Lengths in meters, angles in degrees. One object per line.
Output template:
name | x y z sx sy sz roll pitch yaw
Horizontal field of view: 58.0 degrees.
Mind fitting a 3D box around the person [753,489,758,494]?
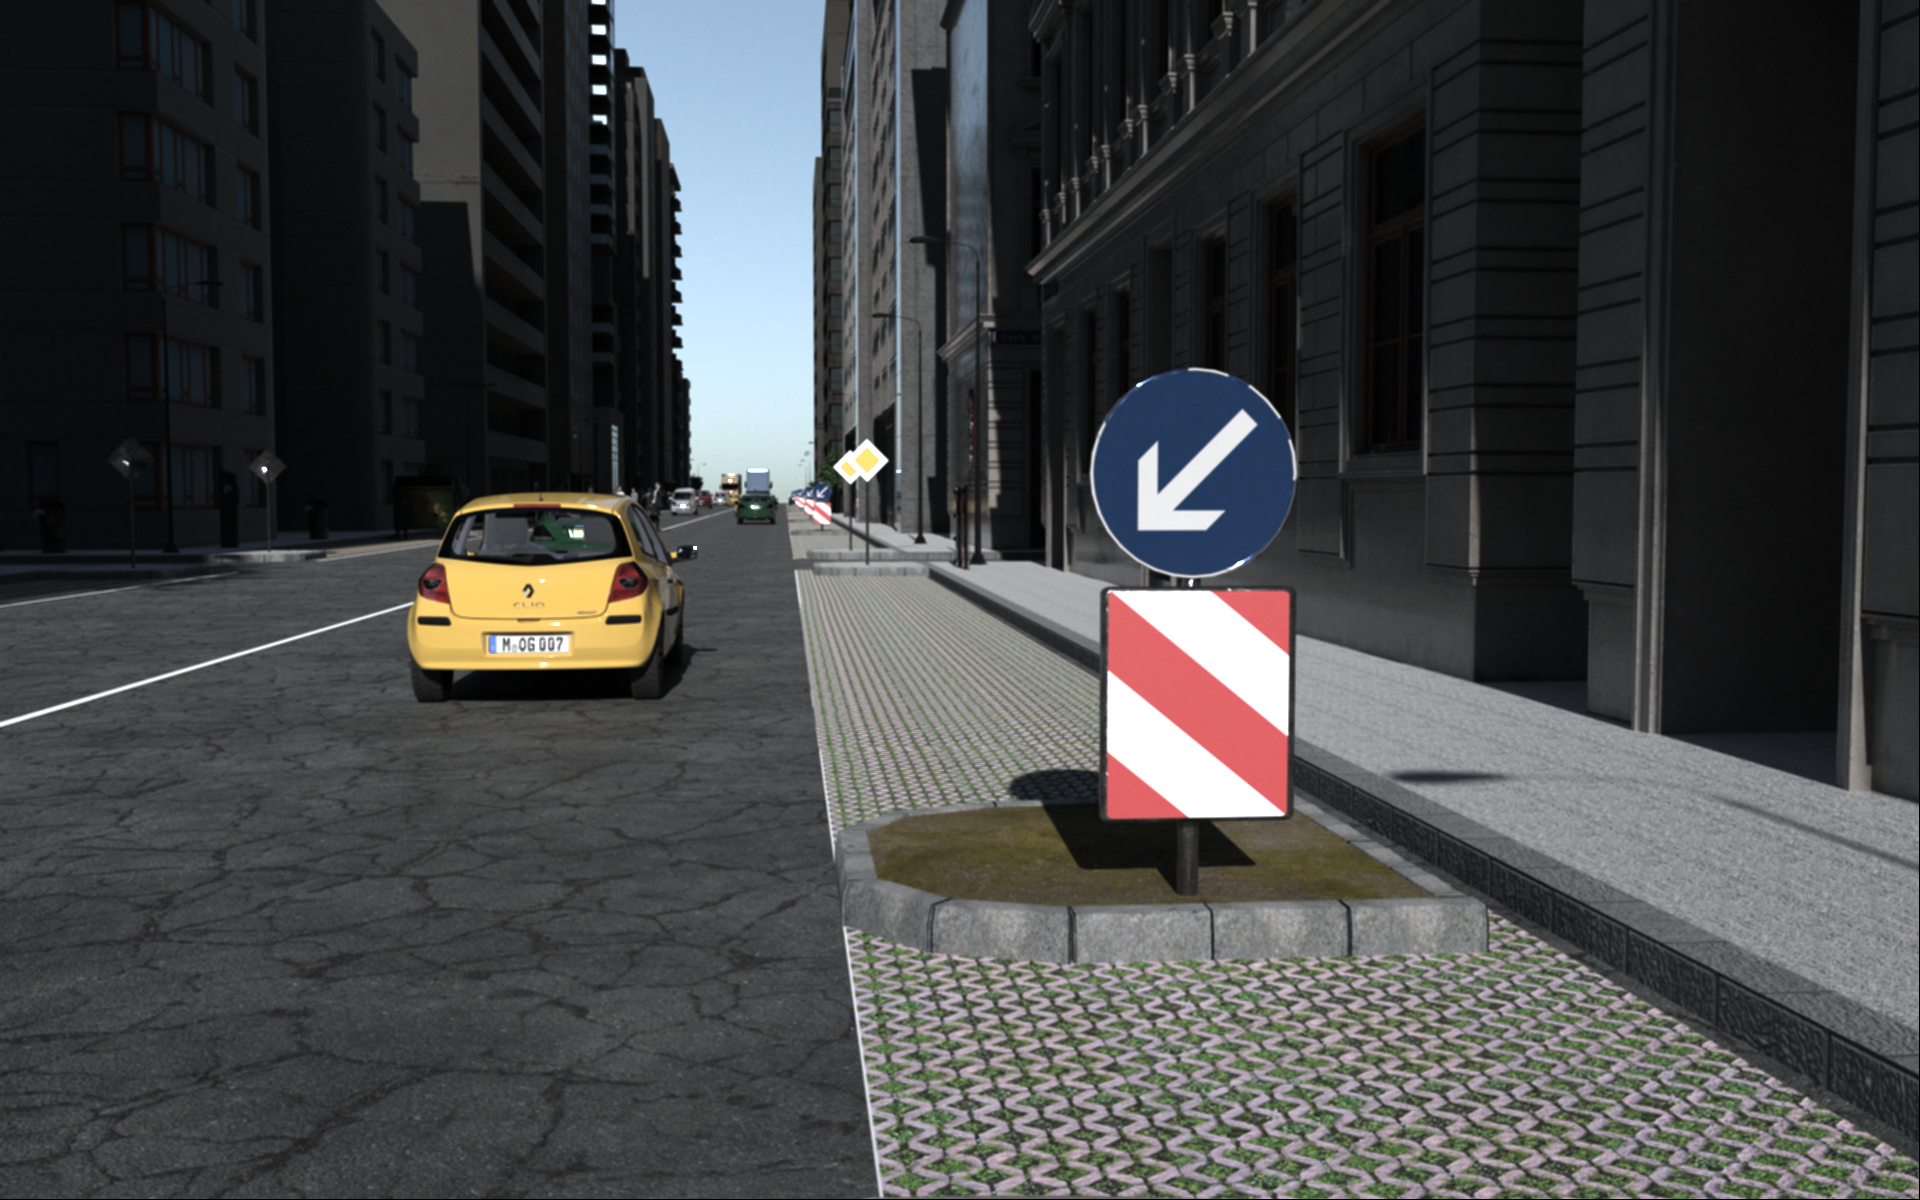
person | -17.560 -8.574 148.641 1.348 1.831 0.705 -1 4 -16

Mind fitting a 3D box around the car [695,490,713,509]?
car | -25.629 -9.987 171.960 2.281 1.827 5.304 0 4 -7

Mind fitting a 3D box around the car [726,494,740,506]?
car | -27.082 -12.098 208.023 2.015 1.641 3.980 0 4 -6

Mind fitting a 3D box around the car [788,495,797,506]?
car | -20.461 -12.444 216.042 1.945 1.354 3.894 0 4 -7

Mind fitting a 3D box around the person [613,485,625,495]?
person | -15.863 -4.389 80.359 0.679 1.850 0.850 0 4 -7

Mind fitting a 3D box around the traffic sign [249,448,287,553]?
traffic sign | -15.163 -2.099 37.969 0.795 2.450 0.064 0 4 -6

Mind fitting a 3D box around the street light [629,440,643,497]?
street light | -27.879 -10.788 148.932 1.470 5.913 1.316 0 4 -6

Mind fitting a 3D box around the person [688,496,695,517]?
person | -16.825 -5.865 108.667 0.640 1.303 0.475 2 4 34

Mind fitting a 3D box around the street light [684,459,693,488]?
street light | -36.308 -15.852 231.728 1.470 5.913 1.316 0 4 -6

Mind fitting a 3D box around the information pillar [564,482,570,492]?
information pillar | -24.751 -6.398 109.091 0.304 2.012 0.304 0 4 1

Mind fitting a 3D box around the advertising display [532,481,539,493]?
advertising display | -21.853 -5.132 89.121 0.123 1.923 0.974 0 4 0

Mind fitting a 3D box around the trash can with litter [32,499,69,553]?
trash can with litter | -19.711 -1.601 37.564 0.624 1.170 1.055 -1 4 -21

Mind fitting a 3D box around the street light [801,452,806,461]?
street light | -17.500 -14.055 202.342 1.470 5.913 1.316 0 4 -6

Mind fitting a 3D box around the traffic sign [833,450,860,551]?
traffic sign | -2.481 -2.176 39.228 0.795 2.450 0.064 0 4 -6

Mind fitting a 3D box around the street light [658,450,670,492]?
street light | -31.368 -12.899 183.438 1.470 5.913 1.316 0 4 -6

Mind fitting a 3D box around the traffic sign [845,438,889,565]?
traffic sign | -1.677 -1.691 31.283 0.795 2.450 0.064 0 4 -6

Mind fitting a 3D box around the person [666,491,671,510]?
person | -25.569 -8.738 152.162 0.445 1.727 0.742 0 4 0

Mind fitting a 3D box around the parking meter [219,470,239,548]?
parking meter | -17.420 -2.177 41.303 0.399 1.863 0.255 -1 4 -11

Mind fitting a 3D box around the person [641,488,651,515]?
person | -21.154 -6.695 118.050 1.350 1.814 0.705 1 4 13

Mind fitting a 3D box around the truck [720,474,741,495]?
truck | -32.306 -15.647 244.745 2.839 4.237 11.283 0 4 -5

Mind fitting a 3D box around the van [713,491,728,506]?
van | -30.144 -12.923 218.306 2.013 2.044 4.112 0 4 -4

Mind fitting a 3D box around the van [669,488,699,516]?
van | -18.579 -6.710 116.727 2.013 2.044 4.112 0 4 -6

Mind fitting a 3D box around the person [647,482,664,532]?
person | -11.496 -3.526 65.509 0.648 1.900 0.474 -1 4 -14

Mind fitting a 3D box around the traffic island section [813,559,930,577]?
traffic island section | -1.654 -0.555 31.362 2.009 0.180 2.903 0 4 -6

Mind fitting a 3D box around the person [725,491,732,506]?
person | -28.289 -12.491 212.804 1.350 1.814 0.705 -3 5 -40

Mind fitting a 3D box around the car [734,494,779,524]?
car | -9.823 -4.389 83.565 2.131 1.459 4.920 0 4 -6

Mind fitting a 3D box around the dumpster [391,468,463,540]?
dumpster | -16.624 -3.003 54.054 1.985 2.255 1.502 0 4 -4

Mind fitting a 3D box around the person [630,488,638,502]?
person | -19.881 -5.925 105.477 0.635 1.810 0.391 2 4 28

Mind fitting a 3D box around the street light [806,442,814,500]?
street light | -12.836 -11.156 154.937 1.470 5.913 1.316 0 4 -6

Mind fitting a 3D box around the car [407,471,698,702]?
car | -3.067 -0.195 13.406 2.015 1.641 3.980 0 4 -6

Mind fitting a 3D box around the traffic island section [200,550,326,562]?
traffic island section | -15.185 -0.963 38.028 2.009 0.180 2.903 0 4 -6

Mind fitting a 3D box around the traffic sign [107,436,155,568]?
traffic sign | -14.358 -1.614 30.024 0.795 2.450 0.064 0 4 -6

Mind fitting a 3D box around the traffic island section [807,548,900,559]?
traffic island section | -2.458 -1.041 39.307 2.009 0.180 2.903 0 4 -6

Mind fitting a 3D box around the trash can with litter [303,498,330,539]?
trash can with litter | -18.278 -2.315 49.233 0.624 1.170 1.055 -1 4 -13

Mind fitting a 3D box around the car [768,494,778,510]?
car | -17.650 -8.981 158.838 2.014 1.417 4.499 0 4 -5

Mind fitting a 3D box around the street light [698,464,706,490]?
street light | -39.697 -17.964 266.244 1.470 5.913 1.316 0 4 -6

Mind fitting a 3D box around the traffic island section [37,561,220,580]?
traffic island section | -14.381 -0.477 30.083 2.009 0.180 2.903 0 4 -6

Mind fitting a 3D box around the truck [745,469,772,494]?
truck | -20.979 -11.581 179.107 2.967 4.110 18.799 0 4 -6

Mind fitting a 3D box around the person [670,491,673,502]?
person | -25.650 -8.886 154.574 1.217 1.735 0.721 3 5 40

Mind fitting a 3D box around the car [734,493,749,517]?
car | -13.512 -6.161 110.956 2.015 1.641 3.980 0 4 -5

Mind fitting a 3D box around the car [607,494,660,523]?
car | -6.216 -1.083 29.509 2.131 1.459 4.920 0 4 -7

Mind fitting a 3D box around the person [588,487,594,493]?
person | -17.814 -4.534 83.226 0.643 1.750 0.593 0 4 4
